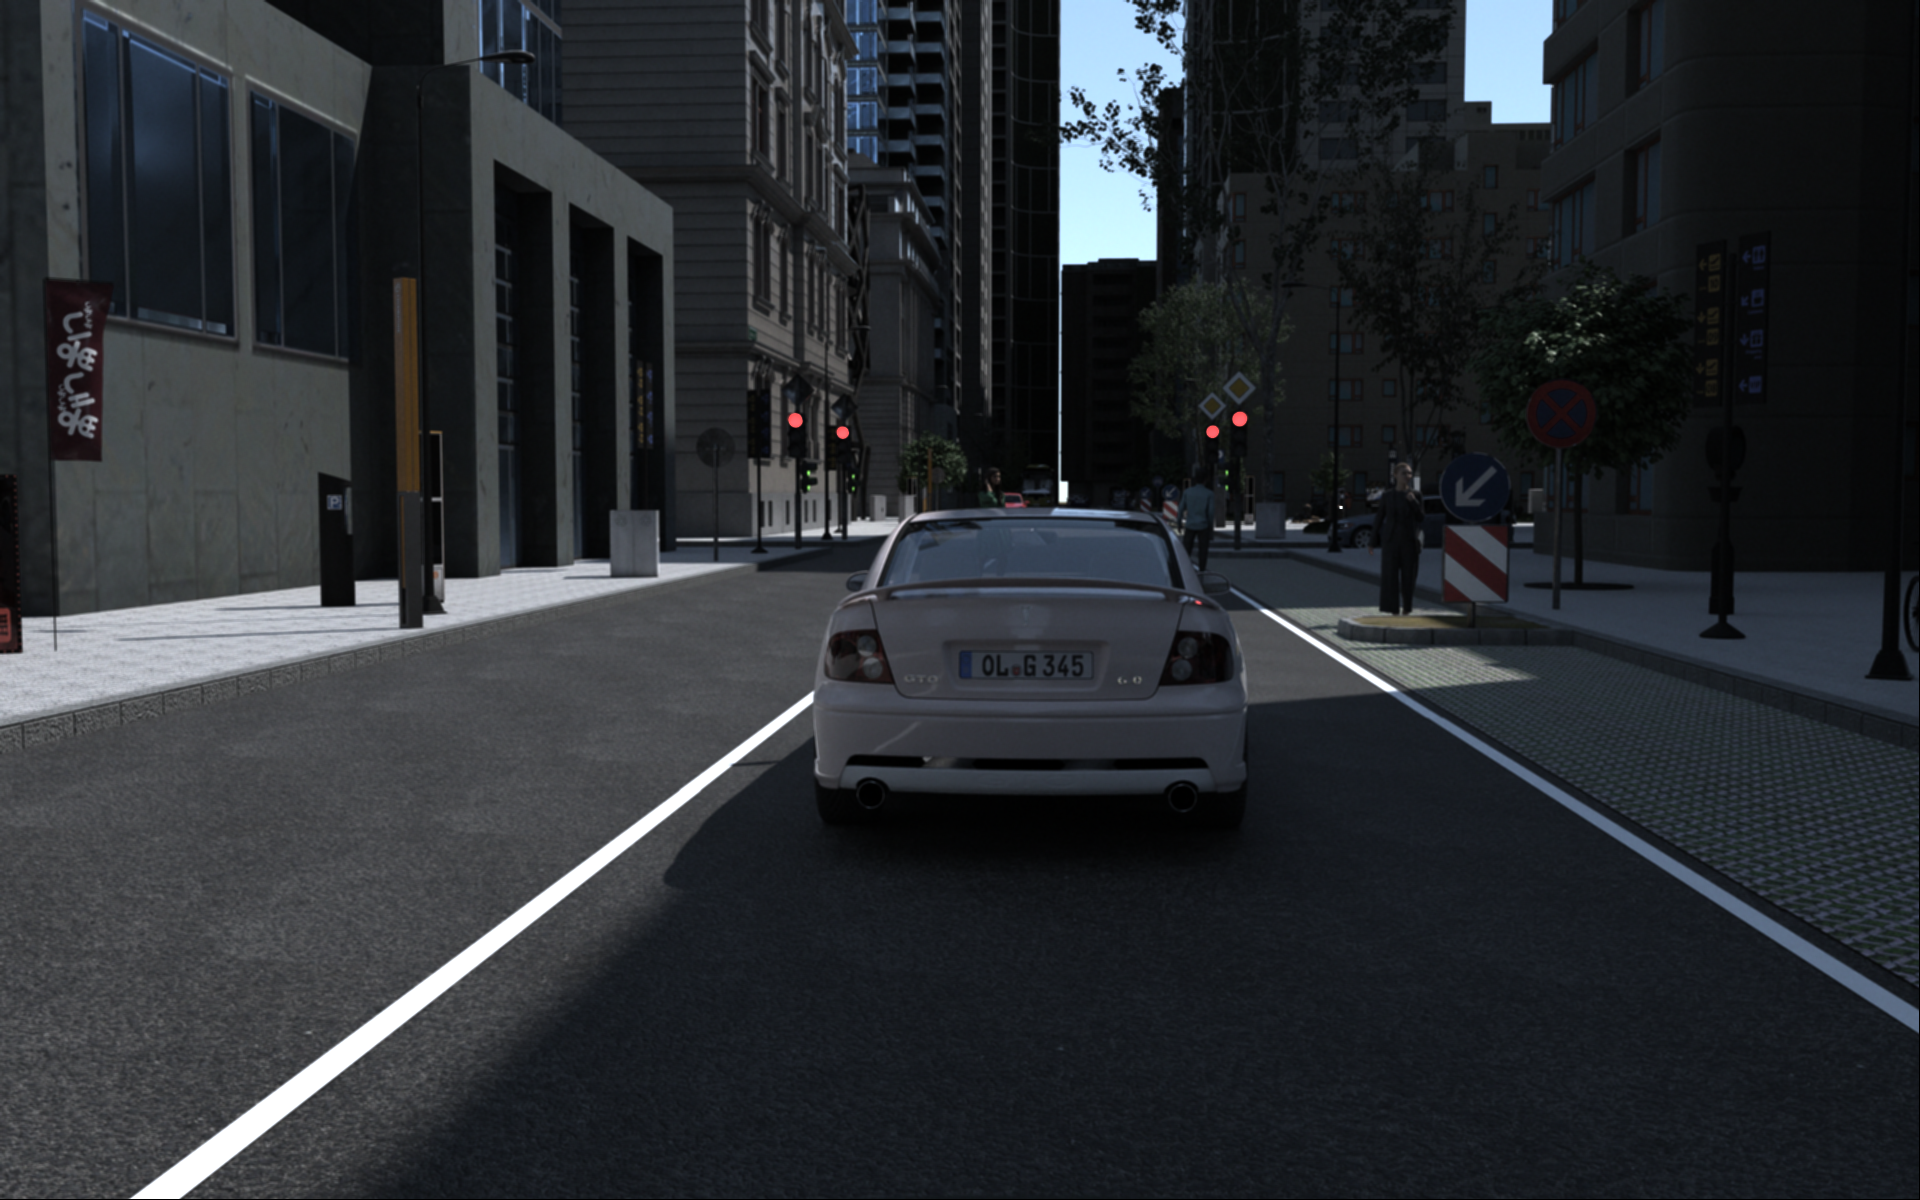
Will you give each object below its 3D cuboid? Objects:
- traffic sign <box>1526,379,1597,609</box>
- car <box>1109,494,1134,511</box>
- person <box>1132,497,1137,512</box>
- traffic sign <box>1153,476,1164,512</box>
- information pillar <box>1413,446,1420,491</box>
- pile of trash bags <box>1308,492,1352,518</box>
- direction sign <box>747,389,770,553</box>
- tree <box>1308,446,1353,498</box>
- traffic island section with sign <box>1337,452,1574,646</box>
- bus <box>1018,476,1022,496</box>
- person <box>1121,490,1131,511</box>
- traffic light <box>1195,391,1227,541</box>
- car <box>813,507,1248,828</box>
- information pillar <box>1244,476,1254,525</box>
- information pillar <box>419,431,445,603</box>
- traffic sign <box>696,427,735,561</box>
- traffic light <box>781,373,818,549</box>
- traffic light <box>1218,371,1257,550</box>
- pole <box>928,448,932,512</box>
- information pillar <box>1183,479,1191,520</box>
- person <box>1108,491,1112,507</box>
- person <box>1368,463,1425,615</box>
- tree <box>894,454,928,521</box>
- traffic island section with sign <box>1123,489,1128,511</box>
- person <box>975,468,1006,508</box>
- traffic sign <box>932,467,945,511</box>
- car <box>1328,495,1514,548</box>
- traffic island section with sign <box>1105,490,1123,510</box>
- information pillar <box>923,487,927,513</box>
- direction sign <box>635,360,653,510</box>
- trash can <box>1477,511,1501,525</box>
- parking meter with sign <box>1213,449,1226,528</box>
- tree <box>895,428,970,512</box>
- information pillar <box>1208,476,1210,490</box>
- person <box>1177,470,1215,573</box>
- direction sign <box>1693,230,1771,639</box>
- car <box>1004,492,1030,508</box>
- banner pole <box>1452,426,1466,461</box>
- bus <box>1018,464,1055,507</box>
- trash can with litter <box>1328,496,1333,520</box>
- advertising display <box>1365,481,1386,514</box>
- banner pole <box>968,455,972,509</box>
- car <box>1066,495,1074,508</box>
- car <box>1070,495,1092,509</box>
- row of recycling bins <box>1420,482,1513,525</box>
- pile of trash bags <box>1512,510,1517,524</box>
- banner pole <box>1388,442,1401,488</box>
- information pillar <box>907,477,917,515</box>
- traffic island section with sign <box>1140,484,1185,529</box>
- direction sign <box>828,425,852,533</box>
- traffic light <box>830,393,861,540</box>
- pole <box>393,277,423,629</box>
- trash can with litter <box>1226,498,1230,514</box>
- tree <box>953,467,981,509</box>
[{"bbox_3d":[6.645,-1.169,19.223,0.768,2.556,0.104,0,4,4],"label":"traffic sign"},{"bbox_3d":[13.004,-7.769,139.019,2.014,1.417,4.499,0,4,4],"label":"car"},{"bbox_3d":[11.548,-6.216,114.822,0.352,1.250,0.332,1,4,15],"label":"person"},{"bbox_3d":[13.908,-7.432,121.626,0.768,2.556,0.104,1,4,10],"label":"traffic sign"},{"bbox_3d":[22.201,-5.681,84.236,0.504,3.616,0.183,-3,4,-39],"label":"information pillar"},{"bbox_3d":[19.791,-5.032,92.029,1.912,1.369,3.447,3,5,44],"label":"pile of trash bags"},{"bbox_3d":[-4.366,-2.790,37.606,0.379,3.537,0.876,-3,4,-39],"label":"direction sign"},{"bbox_3d":[14.895,-4.628,70.267,1.663,3.219,1.824,0,3,0],"label":"tree"},{"bbox_3d":[4.835,-0.526,17.227,1.989,1.847,2.006,0,4,4],"label":"traffic island section with sign"},{"bbox_3d":[7.417,-10.700,166.496,2.896,3.916,12.252,0,4,5],"label":"bus"},{"bbox_3d":[12.586,-7.459,131.251,0.742,1.727,0.445,-1,4,-15],"label":"person"},{"bbox_3d":[6.886,-3.585,47.531,0.839,4.253,0.868,0,4,4],"label":"traffic light"},{"bbox_3d":[0.385,0.214,8.856,2.083,1.381,4.827,0,4,3],"label":"car"},{"bbox_3d":[11.935,-4.095,71.448,0.304,2.012,0.304,-1,4,-12],"label":"information pillar"},{"bbox_3d":[-6.269,-0.966,20.287,0.304,2.012,0.304,2,4,25],"label":"information pillar"},{"bbox_3d":[-4.669,-2.016,33.069,0.768,2.556,0.104,1,4,10],"label":"traffic sign"},{"bbox_3d":[-3.752,-3.139,40.241,0.839,4.253,0.868,0,4,4],"label":"traffic light"},{"bbox_3d":[6.337,-3.097,39.564,0.839,4.253,0.868,0,4,4],"label":"traffic light"},{"bbox_3d":[-1.336,-5.074,76.802,0.158,3.312,0.155,0,3,0],"label":"pole"},{"bbox_3d":[11.196,-4.951,85.435,0.304,2.012,0.304,1,4,17],"label":"information pillar"},{"bbox_3d":[15.582,-10.475,180.450,0.721,1.739,1.217,0,4,-6],"label":"person"},{"bbox_3d":[4.793,-0.614,18.964,0.576,1.772,0.534,0,4,-6],"label":"person"},{"bbox_3d":[-2.508,-5.386,82.662,1.663,3.219,1.824,0,3,0],"label":"tree"},{"bbox_3d":[10.497,-5.542,99.240,1.989,1.847,2.006,0,4,4],"label":"traffic island section with sign"},{"bbox_3d":[0.445,-0.935,24.037,0.529,1.795,0.600,3,5,43],"label":"person"},{"bbox_3d":[-1.082,-5.004,81.924,0.768,2.556,0.104,1,4,12],"label":"traffic sign"},{"bbox_3d":[11.476,-1.913,43.272,4.499,1.417,2.014,0,4,2],"label":"car"},{"bbox_3d":[15.790,-10.245,176.138,1.989,1.847,2.006,0,4,4],"label":"traffic island section with sign"},{"bbox_3d":[-1.933,-6.593,99.155,0.504,3.616,0.183,3,5,40],"label":"information pillar"},{"bbox_3d":[-5.410,-2.308,29.739,0.379,3.537,0.876,0,4,7],"label":"direction sign"},{"bbox_3d":[11.253,-1.554,37.061,0.748,1.137,0.748,0,3,0],"label":"trash can"},{"bbox_3d":[10.001,-4.317,66.838,0.543,3.016,1.738,0,4,3],"label":"parking meter with sign"},{"bbox_3d":[-1.521,-6.272,86.267,4.285,4.588,4.351,0,3,0],"label":"tree"},{"bbox_3d":[10.419,-4.152,72.385,0.304,2.012,0.304,2,4,34],"label":"information pillar"},{"bbox_3d":[3.824,-1.203,28.192,0.660,1.820,0.620,1,4,21],"label":"person"},{"bbox_3d":[6.819,-1.431,15.386,0.379,3.537,0.876,-1,4,-17],"label":"direction sign"},{"bbox_3d":[2.234,-4.441,81.645,2.155,1.783,4.494,0,4,4],"label":"car"},{"bbox_3d":[18.316,-4.500,63.590,0.863,3.779,0.401,-2,4,-33],"label":"banner pole"},{"bbox_3d":[6.681,-9.525,147.285,2.896,3.916,12.252,0,4,4],"label":"bus"},{"bbox_3d":[13.448,-3.133,62.280,1.678,1.210,2.233,0,4,6],"label":"trash can with litter"},{"bbox_3d":[20.755,-4.974,86.539,0.974,1.923,0.123,1,4,20],"label":"advertising display"},{"bbox_3d":[0.633,-7.381,110.699,0.401,3.779,0.863,-1,4,-15],"label":"banner pole"},{"bbox_3d":[11.715,-9.938,174.842,2.083,1.381,4.827,0,4,3],"label":"car"},{"bbox_3d":[10.525,-8.482,151.255,1.945,1.354,3.894,0,4,6],"label":"car"},{"bbox_3d":[17.470,-3.229,59.915,3.534,1.692,1.069,-1,4,-18],"label":"row of recycling bins"},{"bbox_3d":[21.925,-3.937,74.124,3.447,1.369,1.912,0,4,-4],"label":"pile of trash bags"},{"bbox_3d":[20.875,-5.693,83.095,0.401,3.779,0.863,-3,5,-40],"label":"banner pole"},{"bbox_3d":[-2.111,-4.387,76.220,0.304,2.012,0.304,3,4,39],"label":"information pillar"},{"bbox_3d":[8.618,-3.887,72.183,1.989,1.847,2.006,0,4,4],"label":"traffic island section with sign"},{"bbox_3d":[-3.999,-3.992,57.269,0.876,3.537,0.379,-2,4,-25],"label":"direction sign"},{"bbox_3d":[-3.203,-3.626,48.207,0.839,4.253,0.868,0,4,4],"label":"traffic light"},{"bbox_3d":[-5.252,-1.384,16.476,0.158,3.312,0.155,0,3,0],"label":"pole"},{"bbox_3d":[13.590,-4.711,88.408,1.055,1.170,0.624,-3,5,-42],"label":"trash can with litter"},{"bbox_3d":[0.134,-7.565,118.290,1.663,3.219,1.824,0,3,0],"label":"tree"}]
